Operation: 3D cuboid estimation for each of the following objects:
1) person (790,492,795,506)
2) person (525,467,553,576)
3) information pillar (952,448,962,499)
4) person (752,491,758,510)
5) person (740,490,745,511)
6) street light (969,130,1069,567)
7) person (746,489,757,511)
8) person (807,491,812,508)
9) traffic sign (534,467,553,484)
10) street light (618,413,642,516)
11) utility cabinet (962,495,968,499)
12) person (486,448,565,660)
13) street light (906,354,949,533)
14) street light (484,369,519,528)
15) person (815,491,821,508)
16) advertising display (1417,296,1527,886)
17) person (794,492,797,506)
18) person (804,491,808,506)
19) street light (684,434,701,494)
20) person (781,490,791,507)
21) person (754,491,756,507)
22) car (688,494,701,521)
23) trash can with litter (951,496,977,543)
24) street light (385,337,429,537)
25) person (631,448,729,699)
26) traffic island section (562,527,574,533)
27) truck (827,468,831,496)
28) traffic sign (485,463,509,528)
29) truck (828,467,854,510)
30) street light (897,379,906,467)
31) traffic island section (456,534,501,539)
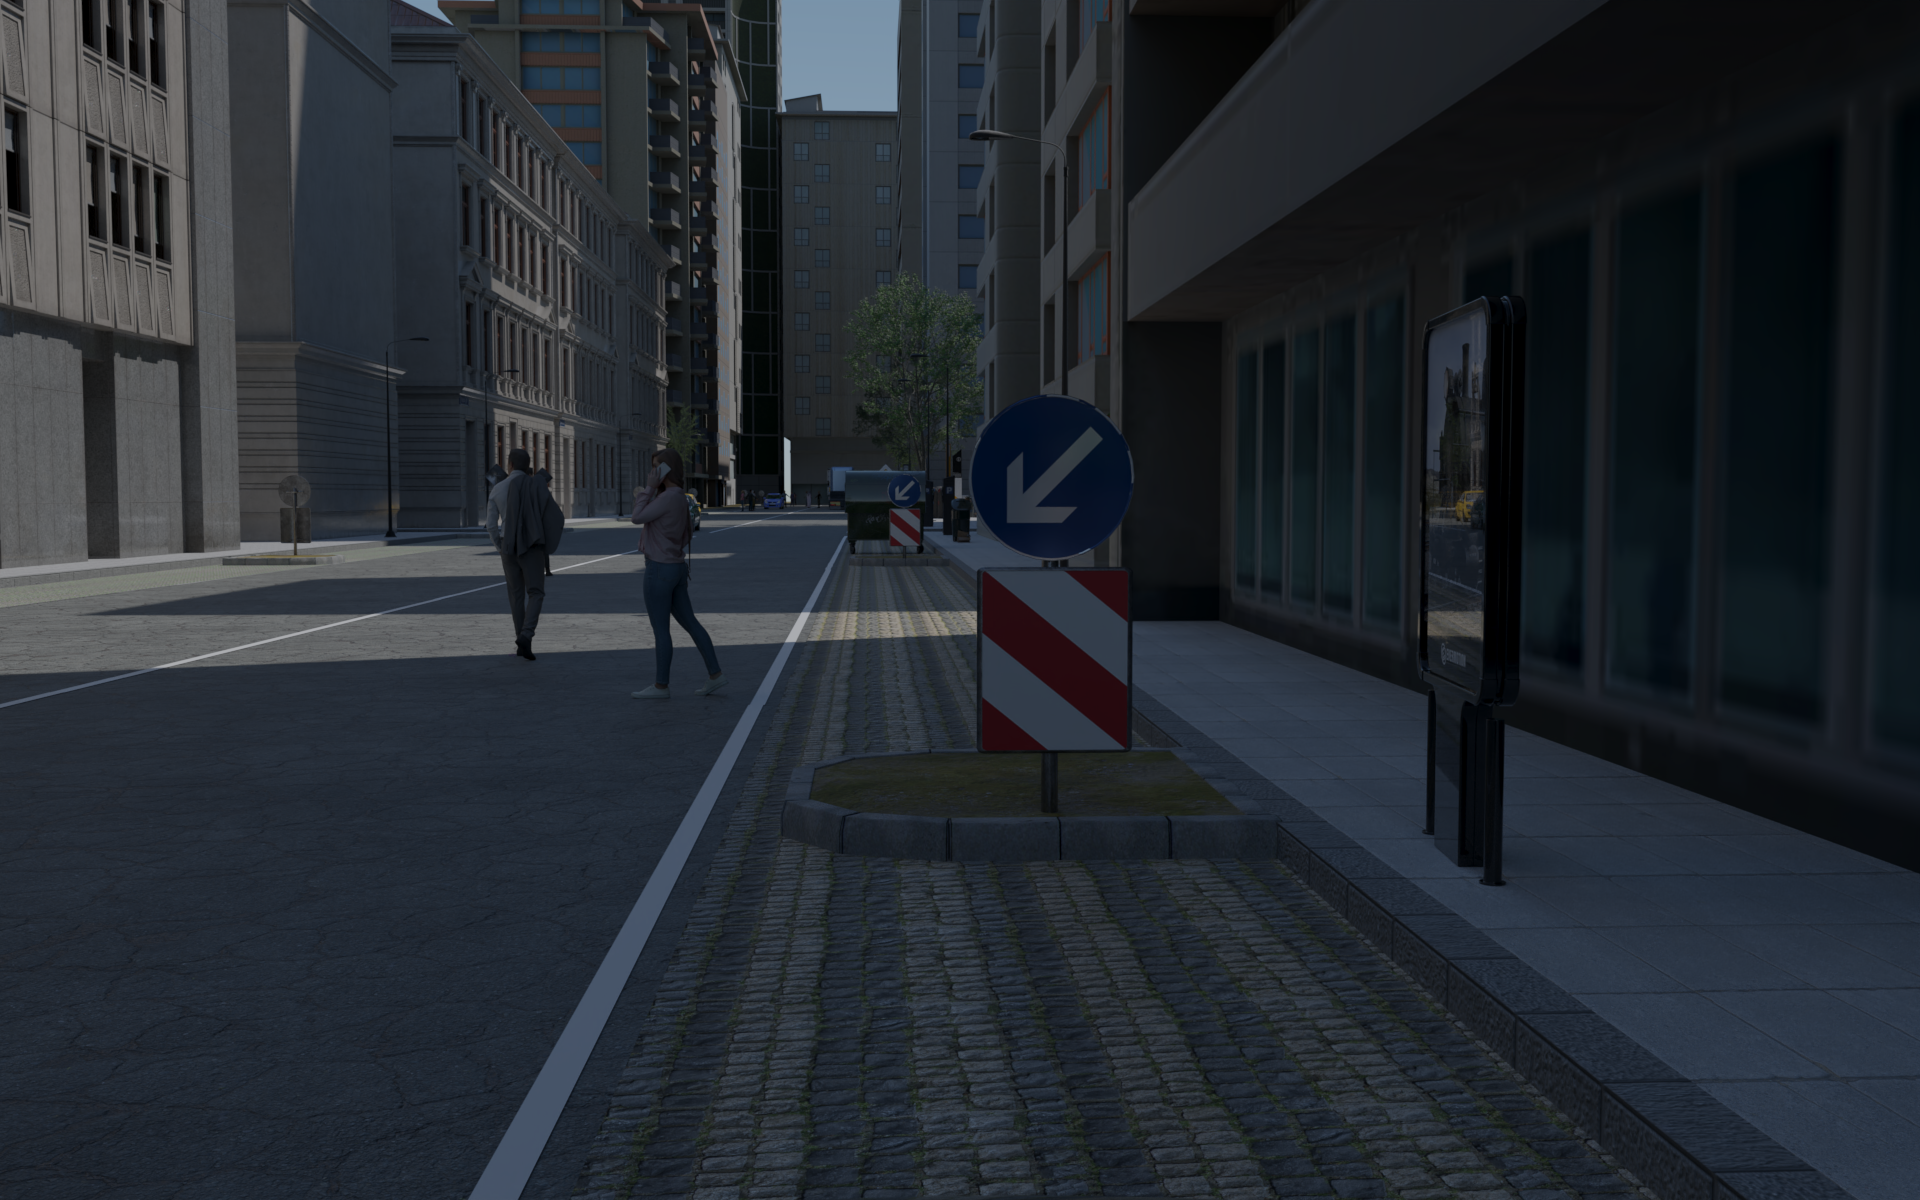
[{"bbox_3d":[-19.449,-11.707,200.822,0.541,1.710,0.530,0,4,1],"label":"person"},{"bbox_3d":[-7.441,-1.364,30.172,0.648,1.900,0.474,-1,4,-11],"label":"person"},{"bbox_3d":[-0.139,-5.967,88.919,0.504,3.616,0.183,0,4,-6],"label":"information pillar"},{"bbox_3d":[-18.009,-8.679,151.127,0.721,1.736,1.217,2,4,30],"label":"person"},{"bbox_3d":[-18.012,-8.169,142.781,0.721,1.743,1.217,0,4,-6],"label":"person"},{"bbox_3d":[0.814,-3.044,22.313,1.470,5.913,1.316,0,4,-3],"label":"street light"},{"bbox_3d":[-17.525,-8.360,145.212,1.348,1.821,0.705,3,4,38],"label":"person"},{"bbox_3d":[-15.103,-10.061,173.663,0.551,1.740,0.621,0,4,7],"label":"person"},{"bbox_3d":[-15.612,-3.740,64.795,0.795,2.450,0.064,0,4,-3],"label":"traffic sign"},{"bbox_3d":[-18.923,-7.752,99.293,1.470,5.913,1.316,0,4,-3],"label":"street light"},{"bbox_3d":[-0.008,-5.504,101.147,1.020,1.237,0.306,-1,4,-19],"label":"utility cabinet"},{"bbox_3d":[-3.790,-0.400,15.136,0.679,1.850,0.850,0,4,-4],"label":"person"},{"bbox_3d":[-0.953,-5.197,57.504,1.470,5.913,1.316,0,4,-3],"label":"street light"},{"bbox_3d":[-17.085,-5.627,64.535,1.470,5.913,1.316,0,4,-3],"label":"street light"},{"bbox_3d":[-14.485,-10.267,176.881,0.721,1.766,1.217,2,4,28],"label":"person"},{"bbox_3d":[1.773,-0.053,6.073,0.123,1.923,0.974,0,4,3],"label":"advertising display"},{"bbox_3d":[-20.679,-12.663,217.011,0.415,1.643,0.593,-1,4,-8],"label":"person"},{"bbox_3d":[-18.197,-12.047,205.550,0.705,1.814,1.350,-2,4,-25],"label":"person"},{"bbox_3d":[-20.773,-9.885,134.167,1.470,5.913,1.316,0,4,-3],"label":"street light"},{"bbox_3d":[-18.678,-10.781,184.749,1.348,1.826,0.705,-2,4,-26],"label":"person"},{"bbox_3d":[-20.802,-10.185,175.735,0.721,1.736,1.217,-2,4,-27],"label":"person"},{"bbox_3d":[-13.366,-4.429,82.634,2.015,1.641,3.980,0,4,-3],"label":"car"},{"bbox_3d":[0.113,-2.125,46.132,0.624,1.170,1.055,-1,4,-10],"label":"trash can with litter"},{"bbox_3d":[-16.368,-4.815,51.267,1.470,5.913,1.316,0,4,-3],"label":"street light"},{"bbox_3d":[-1.978,-0.189,12.183,0.643,1.750,0.593,0,4,7],"label":"person"},{"bbox_3d":[-15.635,-2.604,64.856,2.009,0.180,2.903,0,4,-3],"label":"traffic island section"},{"bbox_3d":[-13.303,-12.415,191.896,2.839,4.237,11.283,0,4,-3],"label":"truck"},{"bbox_3d":[-15.189,-3.253,56.821,0.795,2.450,0.064,0,4,-3],"label":"traffic sign"},{"bbox_3d":[-11.253,-10.769,165.824,2.967,4.110,18.799,0,4,-4],"label":"truck"},{"bbox_3d":[-1.818,-5.955,69.903,1.470,5.913,1.316,0,4,-3],"label":"street light"},{"bbox_3d":[-15.212,-2.116,56.882,2.009,0.180,2.903,0,4,-3],"label":"traffic island section"}]
